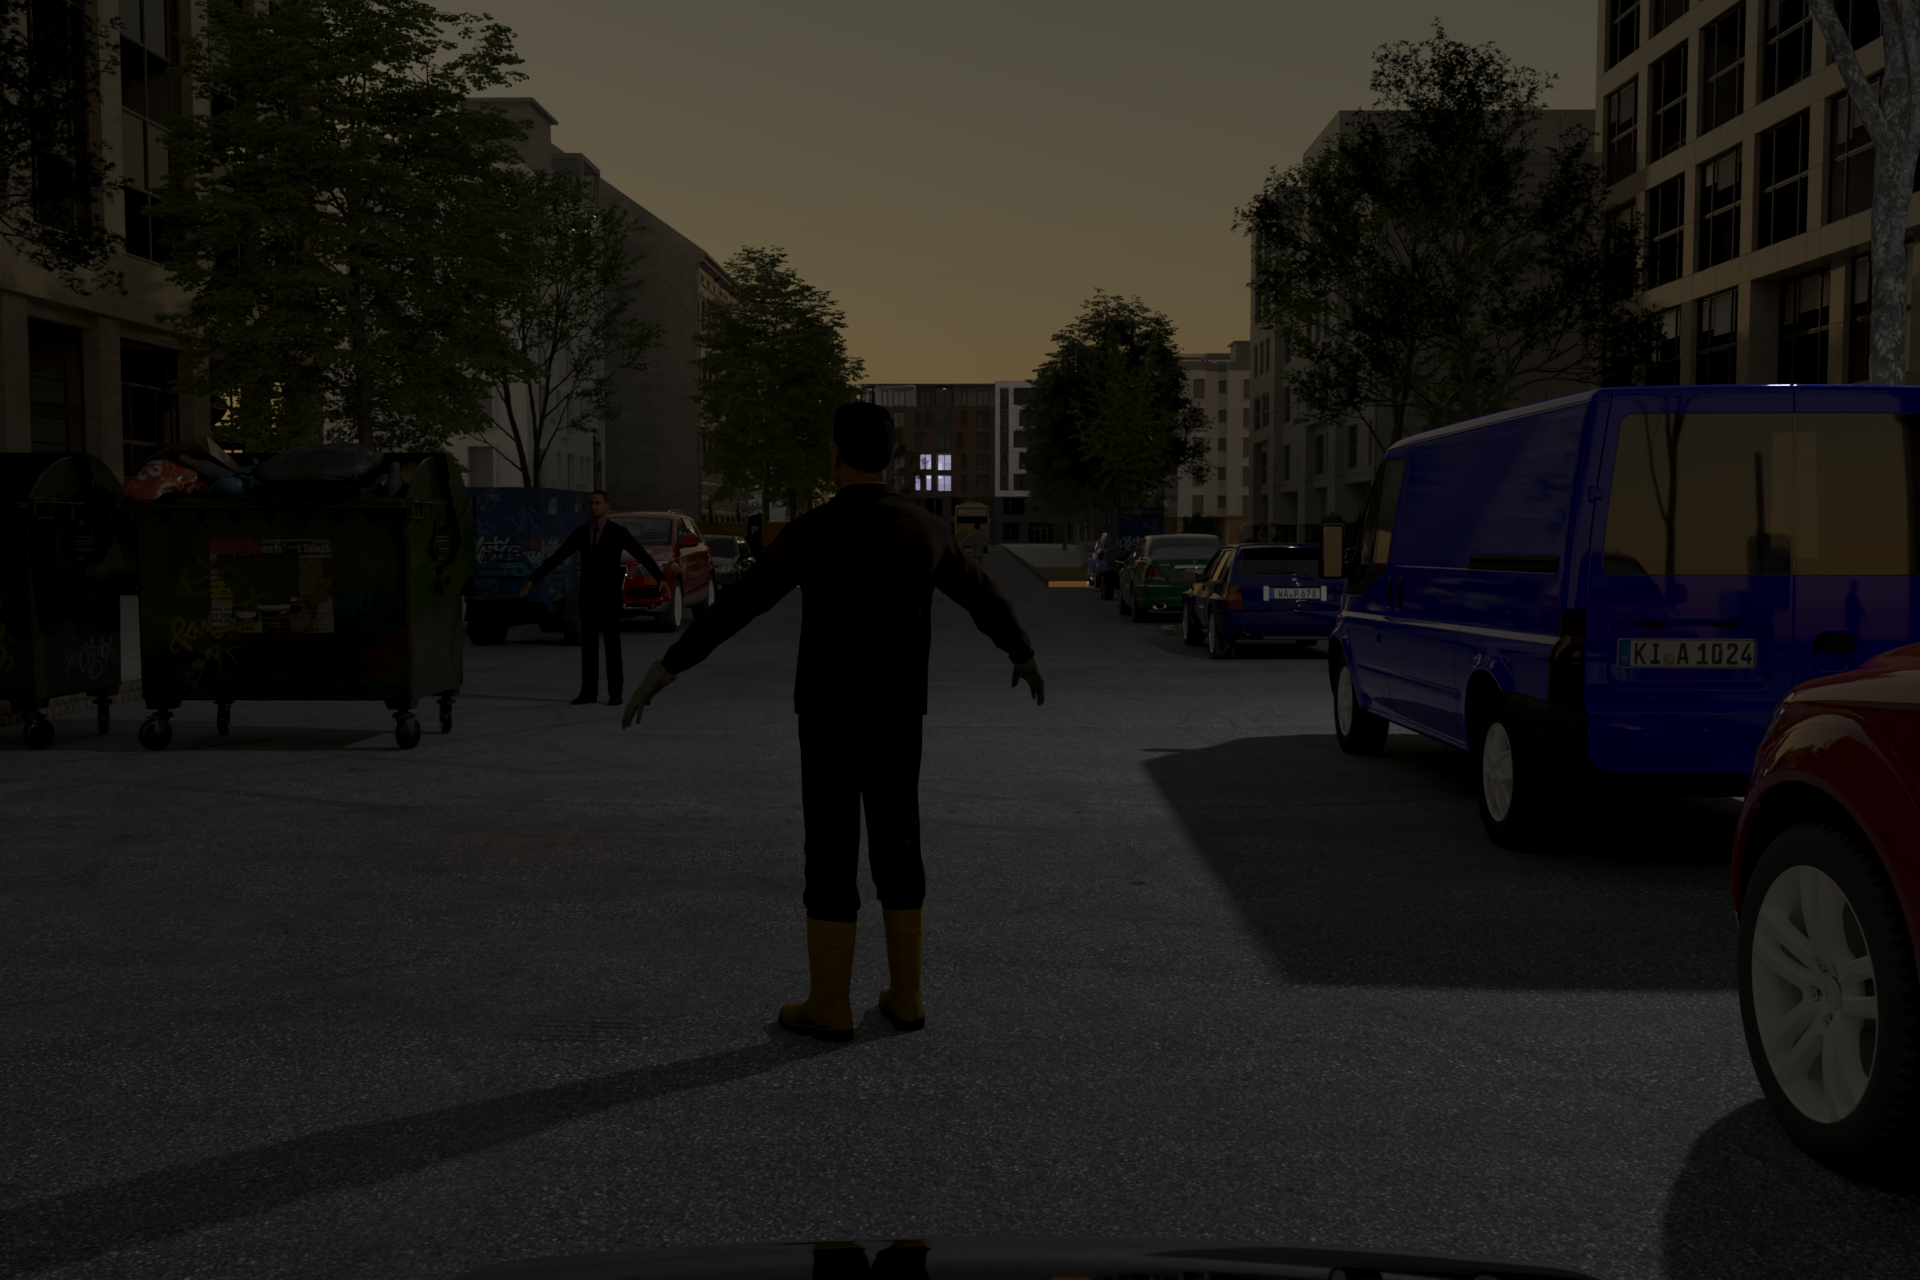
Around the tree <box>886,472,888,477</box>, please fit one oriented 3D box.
[{"bbox_3d":[-7.433,-10.992,130.077,4.737,8.622,4.395,0,3,0],"label":"tree"}]

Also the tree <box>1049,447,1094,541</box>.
[{"bbox_3d":[7.929,-9.518,105.990,4.360,8.622,3.978,0,3,0],"label":"tree"}]

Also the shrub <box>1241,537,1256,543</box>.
[{"bbox_3d":[10.430,-3.142,62.481,1.383,1.207,1.383,0,3,0],"label":"shrub"}]

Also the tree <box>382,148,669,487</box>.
[{"bbox_3d":[-11.611,-7.392,46.621,9.928,11.665,9.643,0,3,0],"label":"tree"}]

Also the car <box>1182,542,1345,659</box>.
[{"bbox_3d":[3.738,-0.523,21.126,1.945,1.354,3.894,0,4,0],"label":"car"}]

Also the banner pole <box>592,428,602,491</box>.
[{"bbox_3d":[-8.579,-3.121,41.038,0.401,3.779,0.863,0,4,2],"label":"banner pole"}]

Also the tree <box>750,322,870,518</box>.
[{"bbox_3d":[-8.009,-10.645,92.166,7.486,12.596,7.792,0,3,0],"label":"tree"}]

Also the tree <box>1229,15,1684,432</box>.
[{"bbox_3d":[9.380,-5.910,31.047,8.767,10.594,7.601,-2,4,-31],"label":"tree"}]

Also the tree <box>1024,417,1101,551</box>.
[{"bbox_3d":[8.511,-13.208,134.073,7.486,12.596,7.792,0,3,0],"label":"tree"}]

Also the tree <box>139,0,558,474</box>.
[{"bbox_3d":[-11.168,-6.962,31.962,7.486,12.596,7.792,0,3,0],"label":"tree"}]

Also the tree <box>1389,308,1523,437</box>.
[{"bbox_3d":[16.035,-6.423,55.383,4.737,8.622,4.395,0,3,0],"label":"tree"}]

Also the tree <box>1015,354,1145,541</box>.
[{"bbox_3d":[8.547,-12.811,116.109,9.857,13.997,8.962,0,3,0],"label":"tree"}]

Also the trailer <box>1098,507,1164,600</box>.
[{"bbox_3d":[3.809,-1.923,38.491,1.471,1.999,3.904,0,4,0],"label":"trailer"}]

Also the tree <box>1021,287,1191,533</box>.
[{"bbox_3d":[7.893,-11.290,91.241,9.857,13.997,8.962,0,3,0],"label":"tree"}]

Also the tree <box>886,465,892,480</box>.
[{"bbox_3d":[-7.143,-10.435,120.969,4.737,8.622,4.395,0,3,0],"label":"tree"}]

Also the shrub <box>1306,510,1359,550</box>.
[{"bbox_3d":[11.509,-2.993,53.361,1.690,2.028,1.600,0,3,0],"label":"shrub"}]

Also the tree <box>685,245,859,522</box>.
[{"bbox_3d":[-7.455,-9.208,68.682,7.486,12.596,7.792,0,3,0],"label":"tree"}]

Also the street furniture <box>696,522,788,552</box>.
[{"bbox_3d":[-8.659,-3.494,63.985,11.010,1.723,9.812,1,4,20],"label":"street furniture"}]

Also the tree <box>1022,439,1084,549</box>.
[{"bbox_3d":[9.014,-14.239,150.935,7.486,12.596,7.792,0,3,0],"label":"tree"}]

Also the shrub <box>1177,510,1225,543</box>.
[{"bbox_3d":[7.259,-2.952,52.689,1.690,2.028,1.600,0,3,0],"label":"shrub"}]

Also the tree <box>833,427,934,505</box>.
[{"bbox_3d":[-6.641,-12.586,140.191,8.767,10.594,7.601,-1,4,-19],"label":"tree"}]

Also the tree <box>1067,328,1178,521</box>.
[{"bbox_3d":[5.892,-6.775,61.126,4.737,8.622,4.395,0,3,0],"label":"tree"}]

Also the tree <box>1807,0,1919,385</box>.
[{"bbox_3d":[8.540,-9.956,18.668,12.611,20.169,13.585,0,3,0],"label":"tree"}]

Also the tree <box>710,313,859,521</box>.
[{"bbox_3d":[-7.849,-9.462,80.465,9.928,11.665,9.643,0,3,0],"label":"tree"}]

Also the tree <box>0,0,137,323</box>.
[{"bbox_3d":[-11.799,-5.077,17.424,8.767,10.594,7.601,2,4,24],"label":"tree"}]

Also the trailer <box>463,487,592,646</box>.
[{"bbox_3d":[-5.545,-0.901,21.785,1.471,1.999,3.904,0,4,1],"label":"trailer"}]

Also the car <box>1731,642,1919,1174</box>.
[{"bbox_3d":[2.941,0.390,2.292,2.281,1.827,5.304,0,4,0],"label":"car"}]

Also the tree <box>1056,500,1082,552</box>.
[{"bbox_3d":[8.396,-10.600,123.672,4.360,8.622,3.978,0,3,0],"label":"tree"}]

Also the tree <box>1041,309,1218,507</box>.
[{"bbox_3d":[7.314,-8.429,72.230,7.601,10.594,8.767,2,4,24],"label":"tree"}]

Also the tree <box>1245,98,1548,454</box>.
[{"bbox_3d":[10.493,-7.089,41.668,9.928,11.665,9.643,0,3,0],"label":"tree"}]

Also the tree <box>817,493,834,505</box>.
[{"bbox_3d":[-18.243,-17.776,240.992,4.360,8.622,3.978,0,3,0],"label":"tree"}]

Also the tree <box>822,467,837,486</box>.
[{"bbox_3d":[-7.400,-10.000,113.854,4.737,8.622,4.395,0,3,0],"label":"tree"}]
